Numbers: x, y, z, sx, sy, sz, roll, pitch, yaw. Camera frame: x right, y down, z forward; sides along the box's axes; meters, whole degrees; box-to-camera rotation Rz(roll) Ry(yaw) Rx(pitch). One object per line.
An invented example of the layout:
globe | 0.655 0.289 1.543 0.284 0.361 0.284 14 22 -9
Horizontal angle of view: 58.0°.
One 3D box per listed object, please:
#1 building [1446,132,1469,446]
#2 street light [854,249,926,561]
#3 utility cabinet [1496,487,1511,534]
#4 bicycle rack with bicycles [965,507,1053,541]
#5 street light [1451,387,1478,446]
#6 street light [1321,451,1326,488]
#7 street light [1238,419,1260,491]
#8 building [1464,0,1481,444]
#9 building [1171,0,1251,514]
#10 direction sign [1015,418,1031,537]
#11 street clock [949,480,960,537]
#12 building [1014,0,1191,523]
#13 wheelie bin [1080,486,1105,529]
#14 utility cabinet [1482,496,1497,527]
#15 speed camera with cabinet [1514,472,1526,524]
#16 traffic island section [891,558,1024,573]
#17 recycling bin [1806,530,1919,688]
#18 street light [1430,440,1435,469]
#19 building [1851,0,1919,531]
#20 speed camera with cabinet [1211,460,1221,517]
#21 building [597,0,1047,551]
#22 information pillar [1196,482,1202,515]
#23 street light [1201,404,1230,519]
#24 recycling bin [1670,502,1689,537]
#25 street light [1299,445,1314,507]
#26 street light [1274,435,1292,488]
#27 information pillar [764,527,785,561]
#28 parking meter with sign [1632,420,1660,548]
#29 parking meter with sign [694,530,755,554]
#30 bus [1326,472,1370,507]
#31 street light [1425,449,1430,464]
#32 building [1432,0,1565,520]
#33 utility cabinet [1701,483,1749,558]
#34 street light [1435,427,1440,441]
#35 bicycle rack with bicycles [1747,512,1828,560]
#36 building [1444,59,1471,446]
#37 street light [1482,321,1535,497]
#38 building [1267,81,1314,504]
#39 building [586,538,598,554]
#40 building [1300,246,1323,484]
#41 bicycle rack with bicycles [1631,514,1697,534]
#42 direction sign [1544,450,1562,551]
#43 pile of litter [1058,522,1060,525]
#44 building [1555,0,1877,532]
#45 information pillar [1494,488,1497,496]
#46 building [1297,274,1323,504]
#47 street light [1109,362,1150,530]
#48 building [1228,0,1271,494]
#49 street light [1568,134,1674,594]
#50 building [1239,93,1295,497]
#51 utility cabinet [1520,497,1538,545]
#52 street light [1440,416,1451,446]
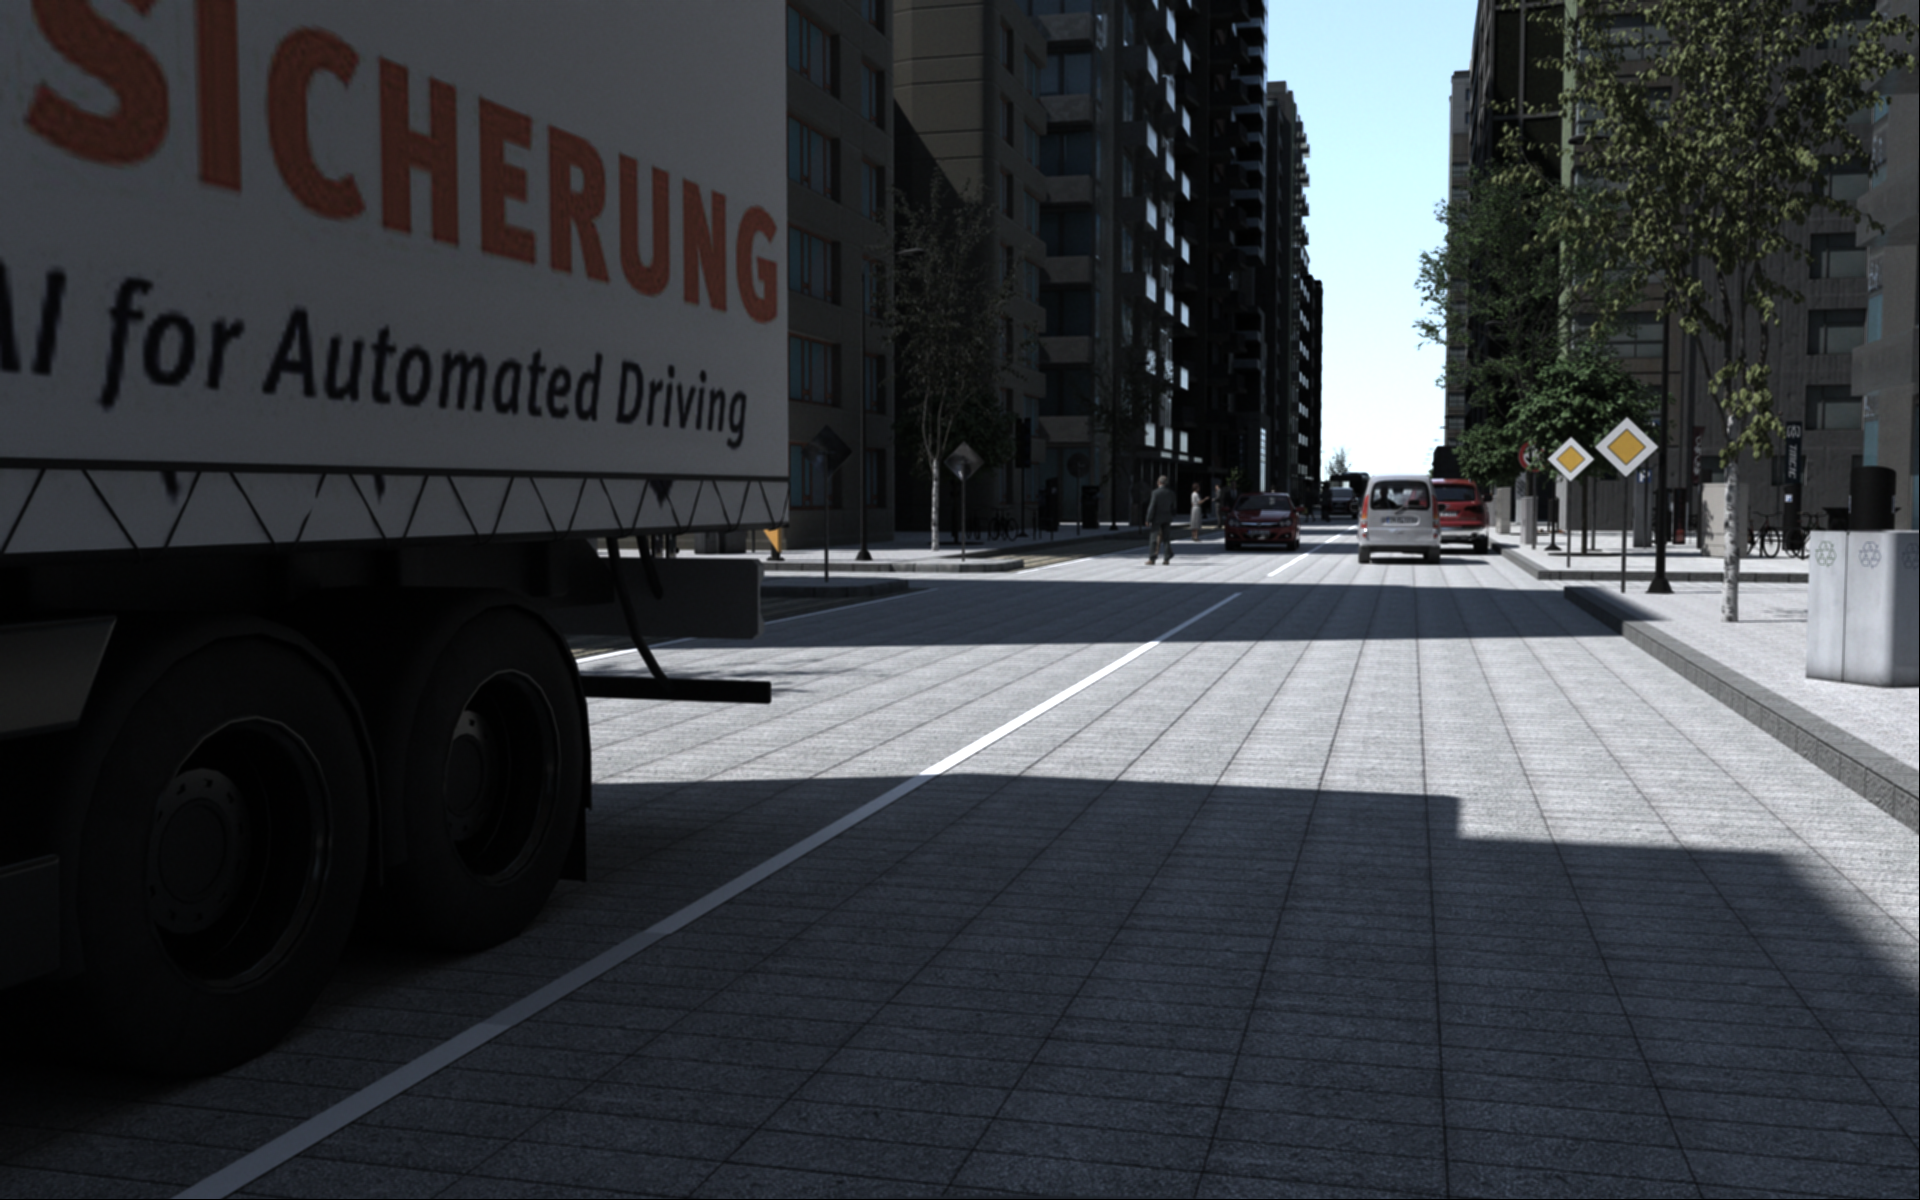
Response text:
building | 62.803 -31.404 197.046 14.154 41.232 14.086 1 4 15
street light | -1.328 -3.702 33.065 1.470 5.913 1.316 1 4 15
utility cabinet | 17.496 -2.882 55.799 0.318 1.500 1.173 1 4 10
bicycle rack with bicycles | 1.438 -2.144 48.444 2.852 0.926 2.925 0 4 -7
street light | 22.081 -6.258 74.863 1.470 5.913 1.316 1 4 15
street light | 38.920 -13.195 188.277 1.470 5.913 1.316 1 4 15
street light | 17.842 -8.236 107.192 1.470 5.913 1.316 1 4 15
building | 58.433 -32.833 160.528 21.300 48.544 21.600 1 4 15
building | 8.681 -28.652 123.090 22.147 44.769 28.867 1 4 15
direction sign | 1.884 -3.657 51.793 0.379 3.537 0.876 -2 4 -28
street clock | -0.153 -2.894 51.890 0.358 2.002 0.471 0 4 -6
building | -0.058 -28.802 90.520 23.786 49.044 30.456 1 4 15
wheelie bin | 4.854 -3.432 64.022 0.980 1.594 0.693 0 4 7
utility cabinet | 20.788 -3.461 67.747 1.020 1.237 0.306 1 4 17
speed camera with cabinet | 24.069 -4.876 74.059 0.660 3.252 2.038 1 4 20
traffic island section | 0.043 -0.653 32.956 2.009 0.180 2.903 1 4 15
recycling bin | 6.345 0.043 11.859 0.722 1.027 0.722 -1 4 -19
street light | 40.939 -10.687 147.276 1.470 5.913 1.316 1 4 15
building | 35.661 -25.432 35.422 30.456 49.044 23.786 1 4 15
speed camera with cabinet | 14.778 -6.451 99.817 0.660 3.252 2.038 1 4 8
building | -13.698 -12.905 56.040 27.650 21.520 28.899 1 4 15
information pillar | 14.390 -6.120 104.558 0.304 2.012 0.304 3 5 40
street light | 13.240 -7.160 89.607 1.470 5.913 1.316 1 4 15
recycling bin | 21.473 -2.420 52.114 0.722 1.027 0.722 2 4 32
street light | 32.547 -11.654 163.089 1.470 5.913 1.316 1 4 15
street light | 25.142 -9.948 135.196 1.470 5.913 1.316 1 4 15
information pillar | -3.595 -2.561 33.220 0.183 3.616 0.504 -3 5 -42
parking meter with sign | 16.433 -2.772 41.578 0.543 3.016 1.738 1 4 19
parking meter with sign | -5.027 -2.520 37.460 0.543 3.016 1.738 2 4 34
bus | 32.081 -9.020 142.334 2.948 3.499 13.247 1 4 16
street light | 48.358 -12.451 176.119 1.470 5.913 1.316 1 4 15
building | 35.243 -39.729 87.816 20.563 71.187 20.611 1 4 15
utility cabinet | 15.386 -1.599 34.828 0.318 1.500 1.173 0 4 -8
street light | 33.684 -8.979 119.344 1.470 5.913 1.316 1 4 15
bicycle rack with bicycles | 17.207 -1.293 34.524 2.852 0.926 2.925 0 4 1
building | 78.249 -42.675 239.729 21.231 58.520 28.212 1 4 15
street light | 14.808 -4.529 46.587 1.470 5.913 1.316 1 4 15
building | 29.630 -35.829 205.420 23.786 49.044 30.456 1 4 15
building | -14.714 -10.210 21.688 16.860 20.320 10.420 1 4 15
building | 36.447 -33.924 246.544 32.217 40.220 23.993 1 4 15
bicycle rack with bicycles | 22.733 -2.527 54.696 2.925 0.926 2.852 0 4 6
direction sign | 13.500 -2.895 39.330 0.379 3.537 0.876 -1 4 -11
pile of litter | 3.562 -3.494 71.091 1.719 0.858 1.176 3 5 44
building | 29.653 -23.269 64.040 14.154 41.232 14.086 1 4 15
information pillar | 22.967 -5.084 74.474 0.183 3.616 0.504 3 5 40
building | 39.808 -27.806 226.328 14.160 30.474 14.107 1 4 15
street light | 5.967 -5.410 60.987 1.470 5.913 1.316 1 4 15
building | 16.502 -51.253 150.658 22.319 86.520 31.000 1 4 15
street light | 8.536 -3.048 22.380 1.470 5.913 1.316 1 4 15
building | 25.685 -29.954 173.345 14.154 41.232 14.086 1 4 15
utility cabinet | 14.603 -2.038 44.476 0.306 1.237 1.020 1 4 11
street light | 29.433 -7.971 102.865 1.470 5.913 1.316 1 4 15
